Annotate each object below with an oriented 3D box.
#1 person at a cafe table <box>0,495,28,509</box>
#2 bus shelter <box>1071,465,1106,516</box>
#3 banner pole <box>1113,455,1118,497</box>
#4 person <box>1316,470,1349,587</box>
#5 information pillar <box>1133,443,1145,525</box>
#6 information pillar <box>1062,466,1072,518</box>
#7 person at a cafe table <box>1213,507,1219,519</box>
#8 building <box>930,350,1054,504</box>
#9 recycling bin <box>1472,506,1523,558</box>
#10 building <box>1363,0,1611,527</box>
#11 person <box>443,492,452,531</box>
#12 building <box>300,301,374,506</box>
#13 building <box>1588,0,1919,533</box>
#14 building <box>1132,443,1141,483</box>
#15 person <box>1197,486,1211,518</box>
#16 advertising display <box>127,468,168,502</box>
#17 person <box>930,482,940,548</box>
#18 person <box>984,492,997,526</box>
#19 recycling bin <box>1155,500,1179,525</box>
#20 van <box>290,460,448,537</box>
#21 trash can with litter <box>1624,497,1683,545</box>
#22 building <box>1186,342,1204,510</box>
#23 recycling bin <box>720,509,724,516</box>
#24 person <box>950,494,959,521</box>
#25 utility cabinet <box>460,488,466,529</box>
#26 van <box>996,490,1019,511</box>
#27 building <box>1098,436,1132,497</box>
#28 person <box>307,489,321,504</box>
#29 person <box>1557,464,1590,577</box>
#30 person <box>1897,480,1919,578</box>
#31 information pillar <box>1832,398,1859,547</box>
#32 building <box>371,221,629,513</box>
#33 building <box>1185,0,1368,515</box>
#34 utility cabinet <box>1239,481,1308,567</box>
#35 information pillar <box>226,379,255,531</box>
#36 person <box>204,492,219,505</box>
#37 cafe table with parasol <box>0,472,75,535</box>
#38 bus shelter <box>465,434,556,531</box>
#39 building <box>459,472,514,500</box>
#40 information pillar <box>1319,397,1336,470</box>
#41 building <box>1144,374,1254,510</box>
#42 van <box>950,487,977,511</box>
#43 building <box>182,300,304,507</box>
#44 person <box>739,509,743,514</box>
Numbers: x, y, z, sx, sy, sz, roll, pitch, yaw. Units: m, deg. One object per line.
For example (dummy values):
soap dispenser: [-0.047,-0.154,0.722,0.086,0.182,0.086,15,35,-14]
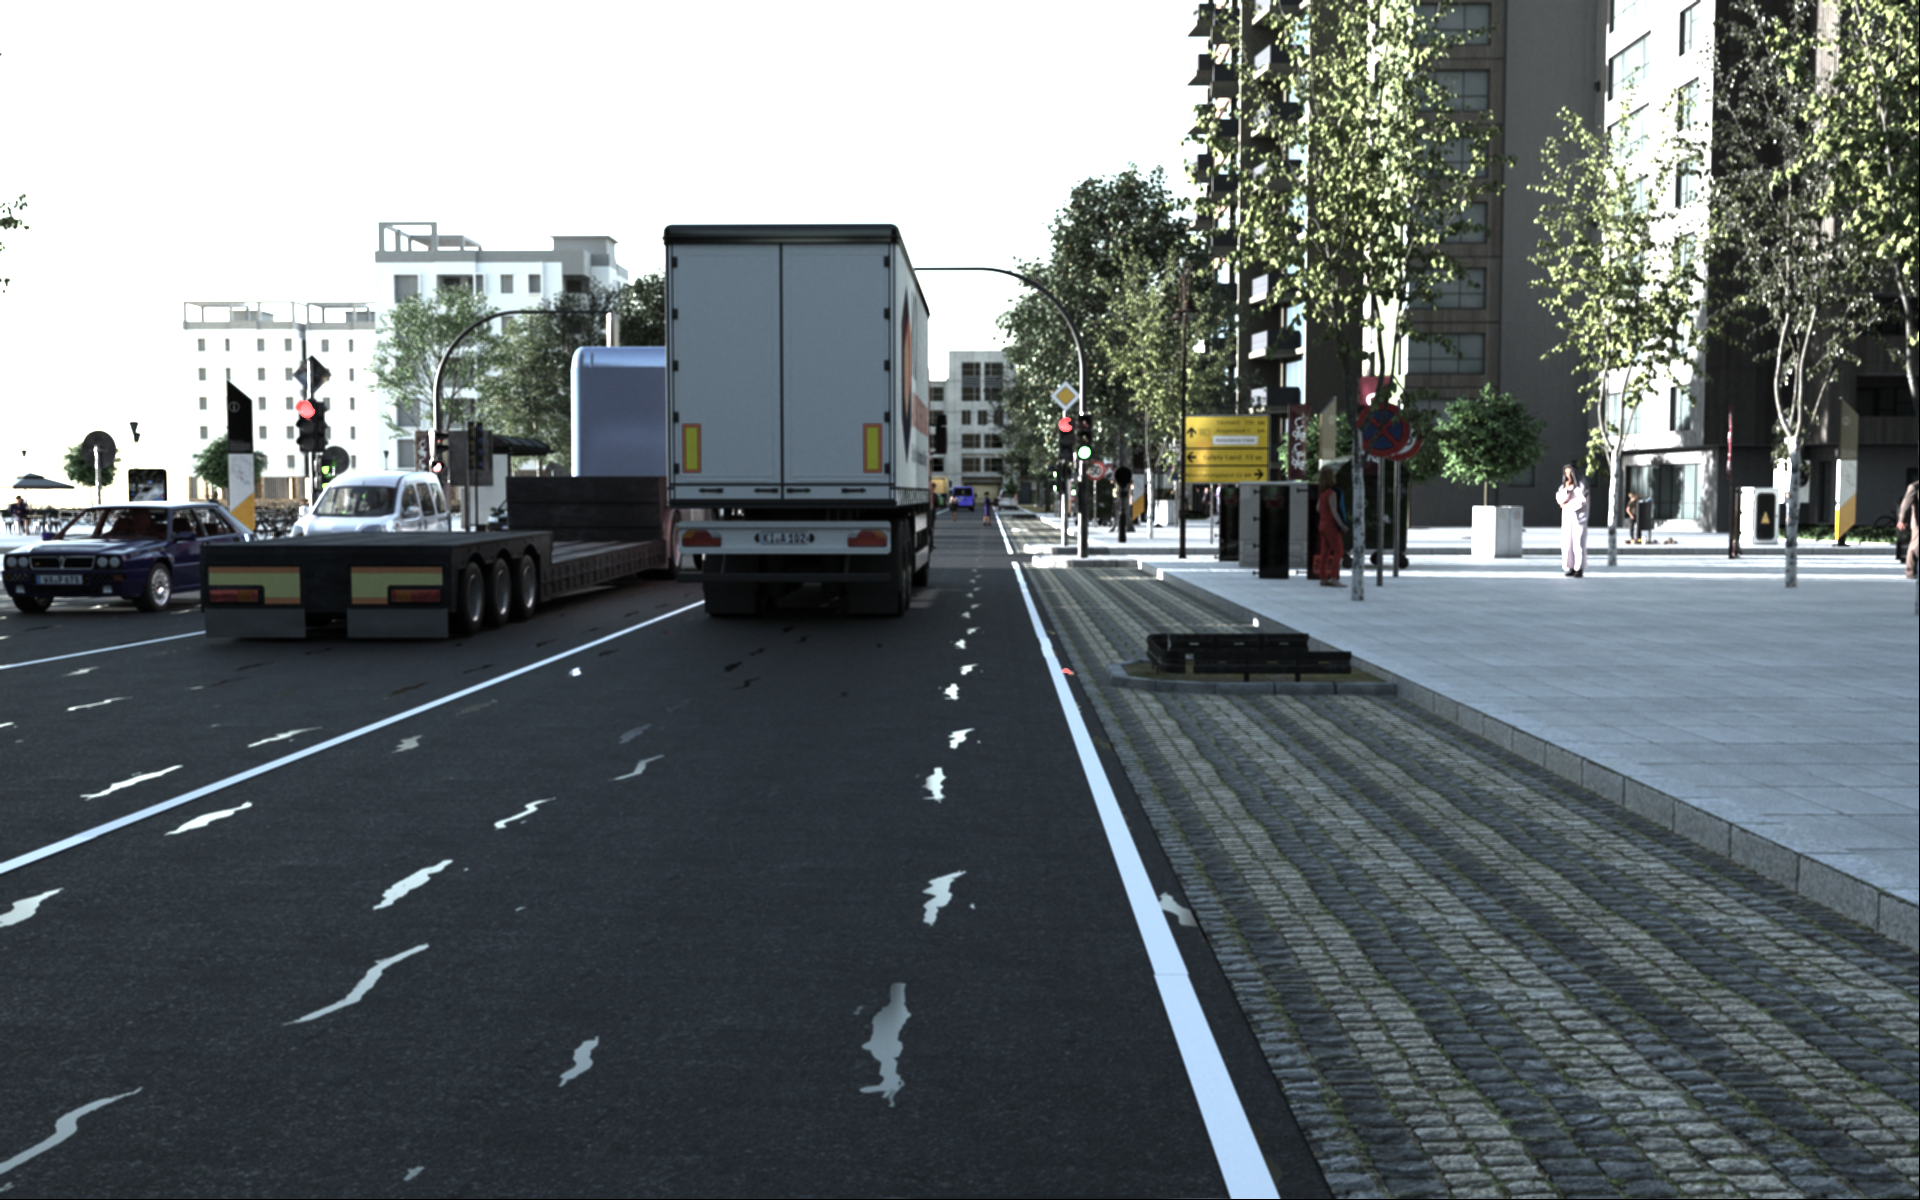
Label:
person at a cafe table: [-58.001,-5.831,106.204,1.698,1.238,1.726,1,4,20]
bus shelter: [7.115,-6.396,98.500,2.014,3.302,5.546,0,4,1]
banner pole: [8.800,-6.616,98.194,0.401,3.779,0.863,2,4,27]
person: [5.186,-1.000,24.103,0.444,1.614,0.593,1,4,11]
information pillar: [7.425,-4.938,72.097,0.504,3.616,0.183,1,4,9]
information pillar: [5.785,-6.254,93.609,0.504,3.616,0.183,0,4,3]
person at a cafe table: [12.025,-4.013,76.465,1.698,1.238,1.726,1,4,14]
building: [-1.319,-21.703,221.296,31.486,18.905,16.747,0,4,1]
recycling bin: [10.921,-1.384,35.186,0.722,1.027,0.722,-1,4,-21]
building: [24.439,-23.835,73.302,14.154,41.232,14.086,0,4,1]
person: [-14.684,-2.423,49.576,0.340,1.345,0.435,1,4,11]
building: [-57.925,-19.567,176.332,11.380,20.091,16.016,0,4,1]
building: [31.222,-17.625,59.862,14.107,30.474,14.160,0,4,1]
building: [26.368,-19.623,177.255,16.016,20.091,11.380,0,4,1]
person: [13.308,-5.362,94.507,0.742,1.727,0.445,-1,4,-8]
advertising display: [-20.317,-2.333,43.351,0.974,1.923,0.123,0,4,4]
person: [-0.811,-2.236,45.752,0.565,1.739,0.600,0,4,2]
person: [1.342,-4.099,77.894,0.546,1.535,0.453,-1,4,-22]
recycling bin: [8.603,-3.629,71.896,0.722,1.027,0.722,-3,5,-40]
van: [-10.122,-1.394,29.806,2.013,2.044,4.112,0,4,0]
trash can with litter: [17.963,-2.053,44.627,2.233,1.210,1.678,-2,4,-32]
building: [25.554,-16.998,134.341,16.016,20.091,11.380,0,4,1]
recycling bin: [-13.929,-5.402,100.872,0.722,1.027,0.722,1,4,12]
person: [-0.342,-4.967,92.905,0.628,1.438,0.799,-1,4,-18]
utility cabinet: [-18.263,-3.375,63.863,0.318,1.500,1.173,-1,4,-14]
van: [4.176,-8.802,150.928,2.013,2.044,4.112,0,4,2]
building: [20.099,-22.250,220.199,11.380,20.091,16.016,0,4,1]
person: [-25.391,-3.700,68.501,0.963,1.587,0.435,-1,4,-9]
person: [9.507,-1.232,26.862,0.551,1.740,0.621,3,5,40]
person: [14.727,-1.206,26.319,0.990,1.755,0.434,0,4,-6]
information pillar: [21.615,-3.111,42.226,0.504,3.616,0.183,-1,4,-9]
building: [-32.130,-16.405,124.637,16.016,20.091,11.380,0,4,1]
building: [25.045,-27.400,102.609,22.147,44.769,28.867,0,4,1]
utility cabinet: [5.480,-1.322,30.289,1.173,1.500,0.318,1,4,9]
information pillar: [-14.722,-2.696,35.438,0.504,3.616,0.183,0,4,-8]
person: [-21.929,-2.494,50.723,0.435,1.345,0.340,-2,4,-30]
cafe table with parasol: [-29.257,-3.038,54.540,2.610,1.966,2.610,0,4,3]
bus shelter: [-15.789,-4.071,60.484,2.014,3.302,5.546,0,4,1]
building: [-38.147,-14.531,179.725,28.070,9.664,9.099,0,4,1]
information pillar: [8.871,-3.085,41.790,0.504,3.616,0.183,-2,4,-33]
building: [26.028,-17.695,155.766,16.747,18.905,31.486,0,4,1]
van: [0.270,-8.548,144.148,2.240,2.365,5.245,0,4,0]
building: [-69.591,-19.520,175.578,11.380,20.091,16.016,0,4,1]
person: [-8.222,-2.969,64.976,0.347,0.859,0.695,-1,4,-10]
